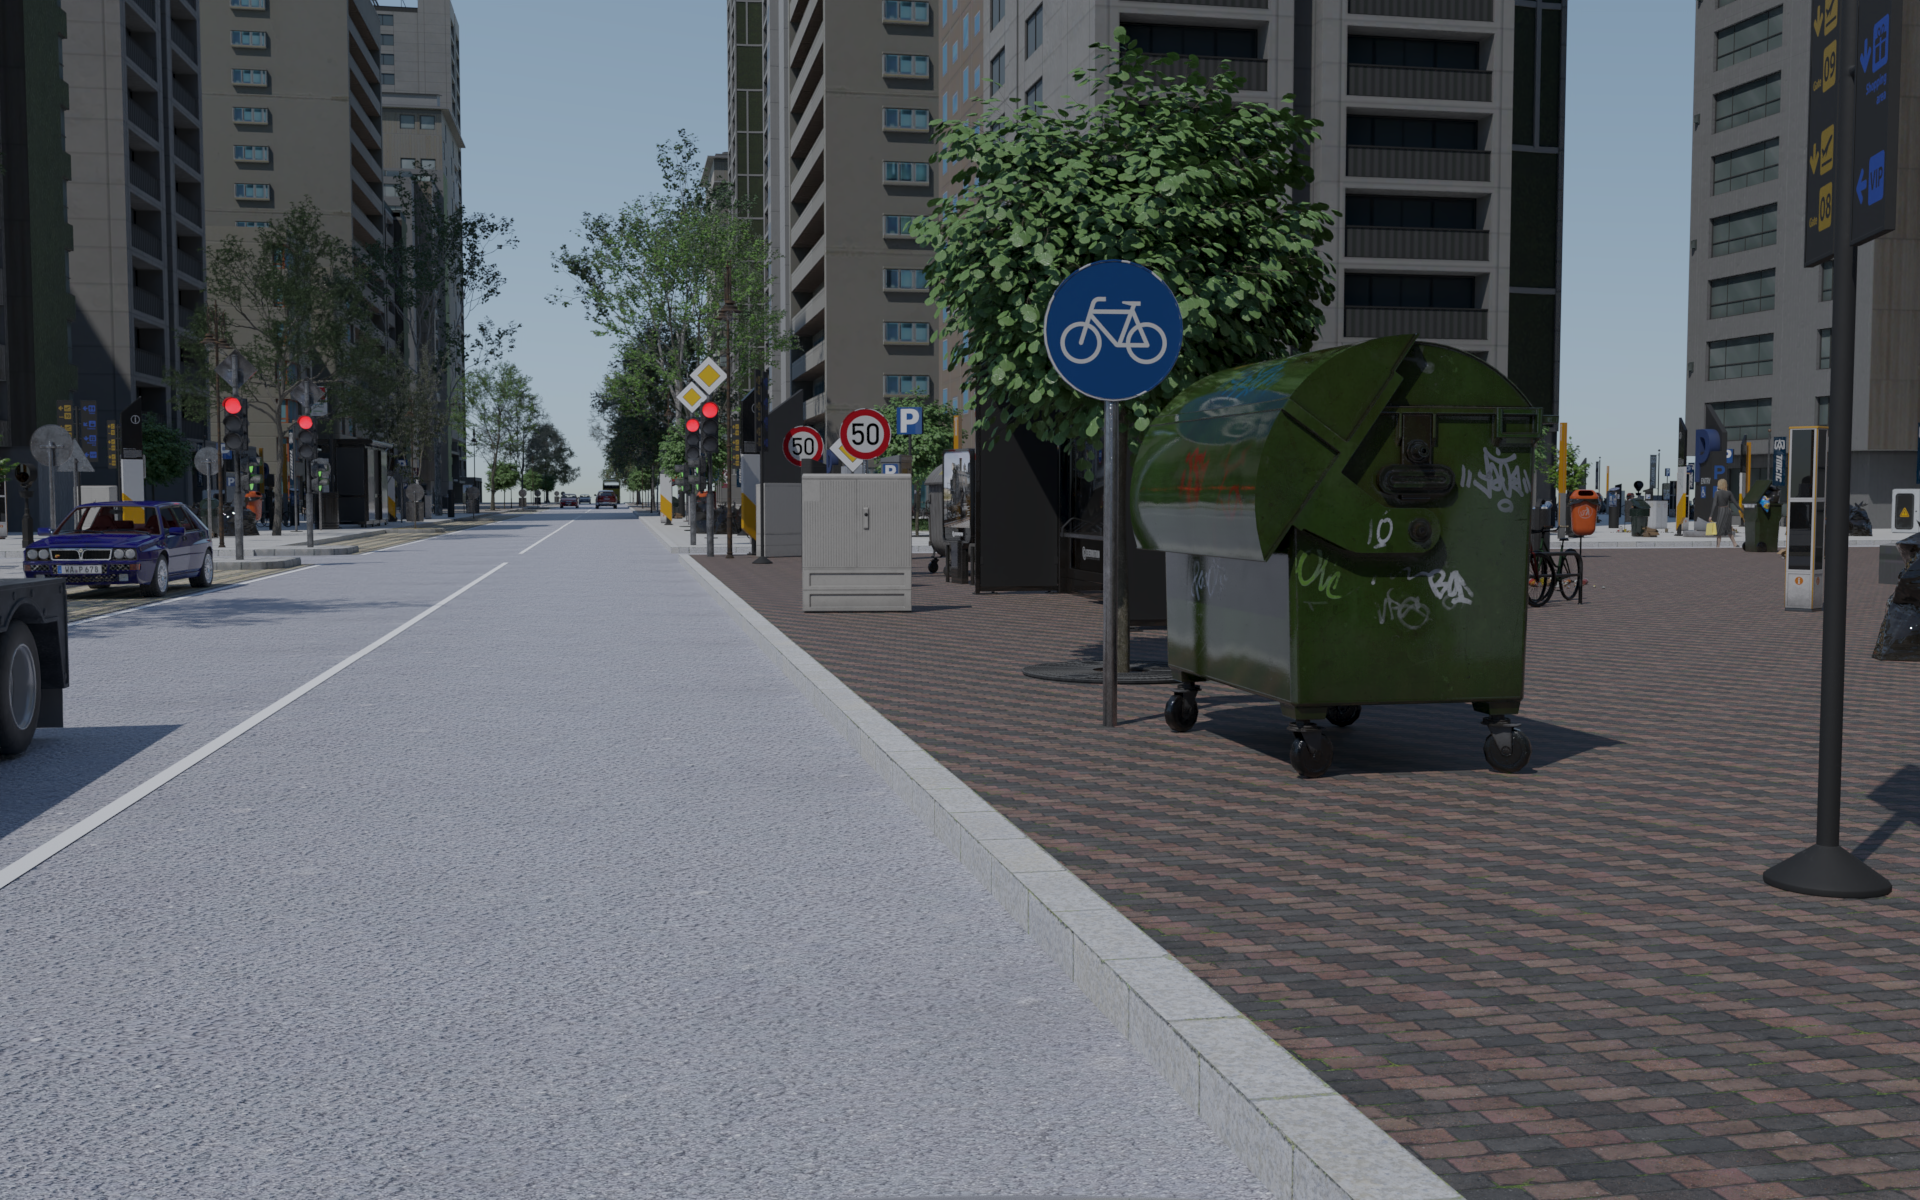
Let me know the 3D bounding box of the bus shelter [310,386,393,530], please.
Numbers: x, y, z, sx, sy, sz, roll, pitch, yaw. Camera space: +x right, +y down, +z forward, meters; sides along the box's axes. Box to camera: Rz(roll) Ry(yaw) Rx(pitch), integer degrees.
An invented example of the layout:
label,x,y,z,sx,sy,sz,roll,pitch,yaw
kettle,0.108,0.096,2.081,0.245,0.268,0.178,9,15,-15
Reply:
label,x,y,z,sx,sy,sz,roll,pitch,yaw
bus shelter,-23.568,-5.455,66.825,2.179,5.291,8.768,-1,4,-11

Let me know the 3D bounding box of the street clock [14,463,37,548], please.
label,x,y,z,sx,sy,sz,roll,pitch,yaw
street clock,-22.144,-2.234,41.103,0.471,2.002,0.358,1,4,17

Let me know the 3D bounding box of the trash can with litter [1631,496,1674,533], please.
label,x,y,z,sx,sy,sz,roll,pitch,yaw
trash can with litter,22.800,-2.845,57.577,2.233,1.210,1.678,1,4,18

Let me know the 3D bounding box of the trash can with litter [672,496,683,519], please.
label,x,y,z,sx,sy,sz,roll,pitch,yaw
trash can with litter,-14.653,-4.785,89.622,0.624,1.170,1.055,-3,5,-39

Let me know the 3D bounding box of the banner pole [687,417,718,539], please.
label,x,y,z,sx,sy,sz,roll,pitch,yaw
banner pole,-7.409,-3.660,49.862,0.863,3.779,0.401,-1,4,-21

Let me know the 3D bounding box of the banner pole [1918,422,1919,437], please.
label,x,y,z,sx,sy,sz,roll,pitch,yaw
banner pole,29.798,-3.873,53.347,0.863,3.779,0.401,-1,4,-13

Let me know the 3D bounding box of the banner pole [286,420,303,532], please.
label,x,y,z,sx,sy,sz,roll,pitch,yaw
banner pole,-22.612,-4.203,58.730,0.401,3.779,0.863,-3,4,-37

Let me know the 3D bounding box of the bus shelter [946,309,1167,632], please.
label,x,y,z,sx,sy,sz,roll,pitch,yaw
bus shelter,1.269,-1.705,19.155,1.731,3.624,6.357,-1,4,-11

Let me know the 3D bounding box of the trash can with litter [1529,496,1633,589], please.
label,x,y,z,sx,sy,sz,roll,pitch,yaw
trash can with litter,8.414,-0.825,24.539,1.678,1.210,2.233,2,4,30

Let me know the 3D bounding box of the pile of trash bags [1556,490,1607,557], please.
label,x,y,z,sx,sy,sz,roll,pitch,yaw
pile of trash bags,11.238,-1.562,35.295,3.447,1.369,1.912,1,4,9

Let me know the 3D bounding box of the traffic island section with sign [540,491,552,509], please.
label,x,y,z,sx,sy,sz,roll,pitch,yaw
traffic island section with sign,-40.389,-9.622,165.944,1.989,1.847,2.006,-1,4,-11

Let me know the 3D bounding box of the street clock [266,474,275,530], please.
label,x,y,z,sx,sy,sz,roll,pitch,yaw
street clock,-24.688,-3.518,62.093,0.358,2.002,0.471,-1,4,-17

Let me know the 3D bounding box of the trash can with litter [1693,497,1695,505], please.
label,x,y,z,sx,sy,sz,roll,pitch,yaw
trash can with litter,42.447,-5.415,99.929,0.624,1.170,1.055,0,4,7

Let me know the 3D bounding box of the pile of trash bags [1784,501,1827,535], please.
label,x,y,z,sx,sy,sz,roll,pitch,yaw
pile of trash bags,27.943,-2.889,56.980,3.447,1.369,1.912,1,4,15

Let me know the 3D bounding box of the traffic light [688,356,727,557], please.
label,x,y,z,sx,sy,sz,roll,pitch,yaw
traffic light,-5.141,-2.845,35.431,0.839,4.253,0.868,-1,4,-11

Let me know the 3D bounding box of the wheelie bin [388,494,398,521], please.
label,x,y,z,sx,sy,sz,roll,pitch,yaw
wheelie bin,-26.655,-4.457,80.772,0.980,1.594,0.693,3,5,39

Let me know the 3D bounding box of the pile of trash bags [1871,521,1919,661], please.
label,x,y,z,sx,sy,sz,roll,pitch,yaw
pile of trash bags,8.680,-0.195,12.939,1.912,1.369,3.447,-3,5,-42

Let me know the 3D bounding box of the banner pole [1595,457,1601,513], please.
label,x,y,z,sx,sy,sz,roll,pitch,yaw
banner pole,42.809,-7.720,116.237,0.401,3.779,0.863,0,4,-4

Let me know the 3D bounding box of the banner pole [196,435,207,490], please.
label,x,y,z,sx,sy,sz,roll,pitch,yaw
banner pole,-32.300,-5.127,73.846,0.863,3.779,0.401,2,4,35

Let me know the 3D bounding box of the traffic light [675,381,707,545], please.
label,x,y,z,sx,sy,sz,roll,pitch,yaw
traffic light,-6.699,-3.324,43.263,0.839,4.253,0.868,-1,4,-11

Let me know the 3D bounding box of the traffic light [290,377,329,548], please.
label,x,y,z,sx,sy,sz,roll,pitch,yaw
traffic light,-15.584,-3.215,41.485,0.839,4.253,0.868,-1,4,-11

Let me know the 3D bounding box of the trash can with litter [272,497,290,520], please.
label,x,y,z,sx,sy,sz,roll,pitch,yaw
trash can with litter,-36.302,-4.934,92.066,0.624,1.170,1.055,0,4,2

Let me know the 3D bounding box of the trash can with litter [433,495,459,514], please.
label,x,y,z,sx,sy,sz,roll,pitch,yaw
trash can with litter,-33.335,-6.115,111.038,2.233,1.210,1.678,-1,4,-14

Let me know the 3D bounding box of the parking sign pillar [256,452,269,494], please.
label,x,y,z,sx,sy,sz,roll,pitch,yaw
parking sign pillar,-42.650,-7.175,105.789,1.447,3.967,1.447,0,4,6

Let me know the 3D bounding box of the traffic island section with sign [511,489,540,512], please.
label,x,y,z,sx,sy,sz,roll,pitch,yaw
traffic island section with sign,-35.025,-7.973,138.990,1.989,1.847,2.006,-1,4,-11

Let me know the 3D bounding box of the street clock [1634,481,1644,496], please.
label,x,y,z,sx,sy,sz,roll,pitch,yaw
street clock,36.363,-5.399,92.848,0.471,2.002,0.358,3,4,37

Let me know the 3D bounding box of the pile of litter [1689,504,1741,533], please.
label,x,y,z,sx,sy,sz,roll,pitch,yaw
pile of litter,25.138,-2.650,57.288,1.176,0.858,1.719,-1,4,-19

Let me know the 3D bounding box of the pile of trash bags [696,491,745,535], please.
label,x,y,z,sx,sy,sz,roll,pitch,yaw
pile of trash bags,-7.848,-2.855,56.432,1.912,1.369,3.447,-2,4,-30

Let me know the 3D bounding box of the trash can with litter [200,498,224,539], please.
label,x,y,z,sx,sy,sz,roll,pitch,yaw
trash can with litter,-21.755,-2.380,50.299,0.624,1.170,1.055,-1,4,-18

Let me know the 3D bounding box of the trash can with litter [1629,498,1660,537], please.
label,x,y,z,sx,sy,sz,roll,pitch,yaw
trash can with litter,20.482,-2.465,51.692,0.624,1.170,1.055,-1,4,-16

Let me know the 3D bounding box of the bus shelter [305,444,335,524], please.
label,x,y,z,sx,sy,sz,roll,pitch,yaw
bus shelter,-28.246,-5.332,78.469,1.731,3.624,6.357,-1,4,-11

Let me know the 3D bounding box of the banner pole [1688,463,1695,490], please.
label,x,y,z,sx,sy,sz,roll,pitch,yaw
banner pole,50.943,-8.017,121.087,0.401,3.779,0.863,-3,5,-41

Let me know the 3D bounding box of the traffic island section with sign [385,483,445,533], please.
label,x,y,z,sx,sy,sz,roll,pitch,yaw
traffic island section with sign,-20.073,-3.379,63.869,1.989,1.847,2.006,-1,4,-11

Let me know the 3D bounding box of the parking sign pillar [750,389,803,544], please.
label,x,y,z,sx,sy,sz,roll,pitch,yaw
parking sign pillar,-4.678,-3.419,44.377,1.447,3.967,1.447,-2,4,-34

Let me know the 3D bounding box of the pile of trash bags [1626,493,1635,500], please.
label,x,y,z,sx,sy,sz,roll,pitch,yaw
pile of trash bags,44.905,-6.638,118.280,3.447,1.369,1.912,-2,4,-35

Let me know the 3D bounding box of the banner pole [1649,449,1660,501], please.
label,x,y,z,sx,sy,sz,roll,pitch,yaw
banner pole,38.879,-6.535,96.866,0.863,3.779,0.401,-1,4,-20

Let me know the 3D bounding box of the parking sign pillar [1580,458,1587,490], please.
label,x,y,z,sx,sy,sz,roll,pitch,yaw
parking sign pillar,45.831,-8.539,128.083,1.447,3.967,1.447,3,5,45

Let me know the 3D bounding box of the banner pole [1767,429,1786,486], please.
label,x,y,z,sx,sy,sz,roll,pitch,yaw
banner pole,31.307,-4.682,66.568,0.401,3.779,0.863,-3,5,-45

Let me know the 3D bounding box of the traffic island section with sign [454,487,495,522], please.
label,x,y,z,sx,sy,sz,roll,pitch,yaw
traffic island section with sign,-25.374,-5.008,90.515,1.989,1.847,2.006,-1,4,-11

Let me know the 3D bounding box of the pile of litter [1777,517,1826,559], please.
label,x,y,z,sx,sy,sz,roll,pitch,yaw
pile of litter,16.940,-1.267,34.678,1.719,0.858,1.176,-2,4,-35

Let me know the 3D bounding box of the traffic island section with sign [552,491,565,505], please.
label,x,y,z,sx,sy,sz,roll,pitch,yaw
traffic island section with sign,-51.197,-12.944,220.260,1.989,1.847,2.006,-1,4,-11

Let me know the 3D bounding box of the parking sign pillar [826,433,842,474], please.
label,x,y,z,sx,sy,sz,roll,pitch,yaw
parking sign pillar,-5.479,-5.339,75.770,1.447,3.967,1.447,-1,4,-16

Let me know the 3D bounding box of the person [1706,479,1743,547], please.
label,x,y,z,sx,sy,sz,roll,pitch,yaw
person,19.123,-2.064,42.470,1.509,1.804,0.699,2,4,27

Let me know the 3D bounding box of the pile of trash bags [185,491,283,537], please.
label,x,y,z,sx,sy,sz,roll,pitch,yaw
pile of trash bags,-22.573,-2.680,53.572,1.912,1.369,3.447,0,4,6

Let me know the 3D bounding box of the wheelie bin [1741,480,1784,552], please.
label,x,y,z,sx,sy,sz,roll,pitch,yaw
wheelie bin,17.779,-1.864,38.379,0.693,1.594,0.980,0,4,-4

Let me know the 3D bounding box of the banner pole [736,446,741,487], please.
label,x,y,z,sx,sy,sz,roll,pitch,yaw
banner pole,-9.861,-5.470,79.455,0.863,3.779,0.401,0,4,-3

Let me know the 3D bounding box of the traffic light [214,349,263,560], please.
label,x,y,z,sx,sy,sz,roll,pitch,yaw
traffic light,-14.025,-2.736,33.653,0.839,4.253,0.868,-1,4,-11

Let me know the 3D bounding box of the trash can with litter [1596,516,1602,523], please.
label,x,y,z,sx,sy,sz,roll,pitch,yaw
trash can with litter,28.037,-4.027,77.234,1.055,1.170,0.624,-1,4,-12

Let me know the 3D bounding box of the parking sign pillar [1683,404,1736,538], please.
label,x,y,z,sx,sy,sz,roll,pitch,yaw
parking sign pillar,22.316,-3.854,51.483,1.447,3.967,1.447,0,4,2
